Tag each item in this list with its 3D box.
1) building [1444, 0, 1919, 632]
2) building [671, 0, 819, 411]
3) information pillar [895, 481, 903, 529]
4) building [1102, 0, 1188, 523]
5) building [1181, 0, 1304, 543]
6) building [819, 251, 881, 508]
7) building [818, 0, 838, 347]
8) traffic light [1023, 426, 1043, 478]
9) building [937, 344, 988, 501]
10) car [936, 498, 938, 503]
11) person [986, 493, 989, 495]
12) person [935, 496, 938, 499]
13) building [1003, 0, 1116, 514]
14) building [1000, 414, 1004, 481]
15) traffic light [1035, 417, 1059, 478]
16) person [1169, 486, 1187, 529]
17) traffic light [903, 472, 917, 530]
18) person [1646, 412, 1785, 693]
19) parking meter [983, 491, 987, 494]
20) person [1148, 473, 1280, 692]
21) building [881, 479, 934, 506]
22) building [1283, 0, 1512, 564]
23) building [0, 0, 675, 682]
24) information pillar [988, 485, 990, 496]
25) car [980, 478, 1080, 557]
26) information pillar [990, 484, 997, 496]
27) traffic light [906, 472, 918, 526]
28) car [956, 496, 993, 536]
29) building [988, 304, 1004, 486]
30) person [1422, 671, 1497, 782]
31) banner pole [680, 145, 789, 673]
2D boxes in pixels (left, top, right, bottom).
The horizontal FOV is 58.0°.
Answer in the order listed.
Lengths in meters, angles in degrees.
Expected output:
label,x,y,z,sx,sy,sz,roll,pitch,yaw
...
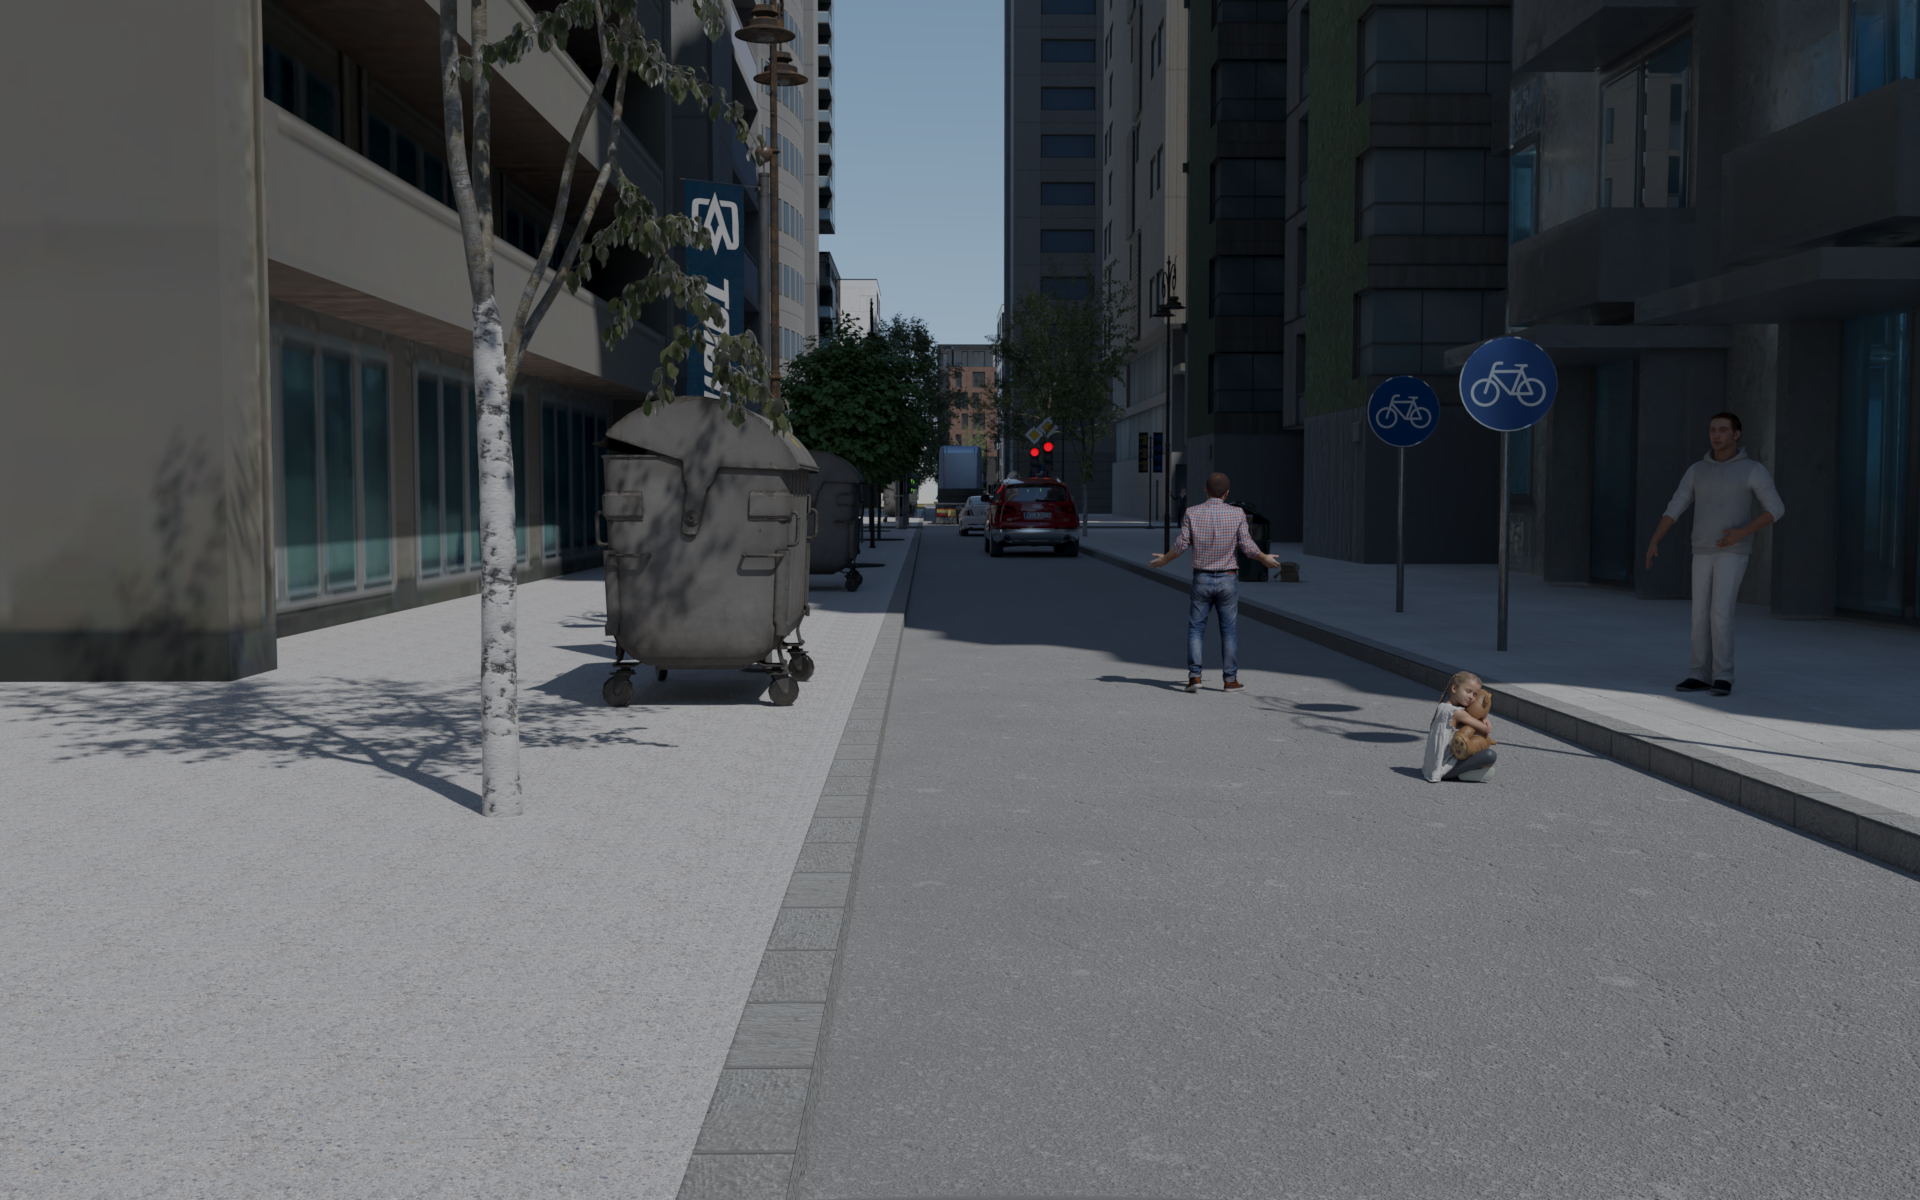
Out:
label,x,y,z,sx,sy,sz,roll,pitch,yaw
building,18.830,-24.182,14.980,23.786,49.044,30.456,0,4,-1
building,-18.415,-33.237,85.424,21.231,58.520,28.212,0,4,-1
information pillar,-2.173,-3.602,63.390,0.304,2.012,0.304,-2,4,-29
building,21.529,-30.472,87.453,27.495,52.752,28.713,0,4,-1
building,13.585,-17.133,51.832,14.160,30.474,14.107,0,4,-1
building,-21.770,-19.458,162.109,27.936,21.610,32.646,0,4,-1
building,-19.144,-49.862,127.922,22.319,86.520,31.000,0,4,-1
traffic light,3.011,-5.002,70.709,0.839,4.253,0.868,0,4,-1
building,13.099,-24.629,246.664,32.646,21.610,27.936,0,4,-1
car,-1.204,-9.063,157.962,2.009,1.686,4.222,0,4,-2
person,1.337,-4.200,79.857,0.600,1.496,0.574,-2,4,-33
person,-1.824,-10.126,174.069,1.348,1.823,0.705,0,4,-2
building,13.654,-35.625,124.474,21.231,58.520,28.212,0,4,-1
building,8.953,-14.106,172.785,9.099,9.664,28.070,0,4,-1
traffic light,3.157,-4.514,62.725,0.839,4.253,0.868,0,4,-1
person,8.479,-3.530,67.012,0.742,1.727,0.445,-1,4,-9
traffic light,-1.983,-4.507,62.616,0.839,4.253,0.868,0,4,-1
person,4.825,-0.304,11.156,0.789,1.805,0.875,-3,5,-42
parking meter,2.013,-8.008,139.336,0.372,1.533,0.369,0,3,0
person,1.855,-0.128,12.555,0.963,1.587,0.435,0,4,2
building,-17.489,-18.036,237.030,28.070,9.664,9.099,0,4,-1
building,14.275,-21.638,37.369,14.154,41.232,14.086,0,4,-1
building,-15.824,-24.277,20.639,21.300,48.544,21.600,0,4,-1
information pillar,2.342,-7.857,132.951,0.304,2.012,0.304,2,4,28
car,1.649,-1.975,40.972,2.281,1.827,5.304,0,4,-2
information pillar,2.458,-7.138,121.197,0.304,2.012,0.304,0,4,2
traffic light,-2.129,-4.996,70.600,0.839,4.253,0.868,0,4,-1
car,0.909,-2.928,60.236,2.083,1.381,4.827,0,4,-1
building,18.147,-21.952,202.892,27.936,21.610,32.646,0,4,-1
person,2.510,0.630,8.678,0.357,0.543,0.381,0,4,6
banner pole,-1.594,-1.368,12.386,0.863,3.779,0.401,-2,4,-35
